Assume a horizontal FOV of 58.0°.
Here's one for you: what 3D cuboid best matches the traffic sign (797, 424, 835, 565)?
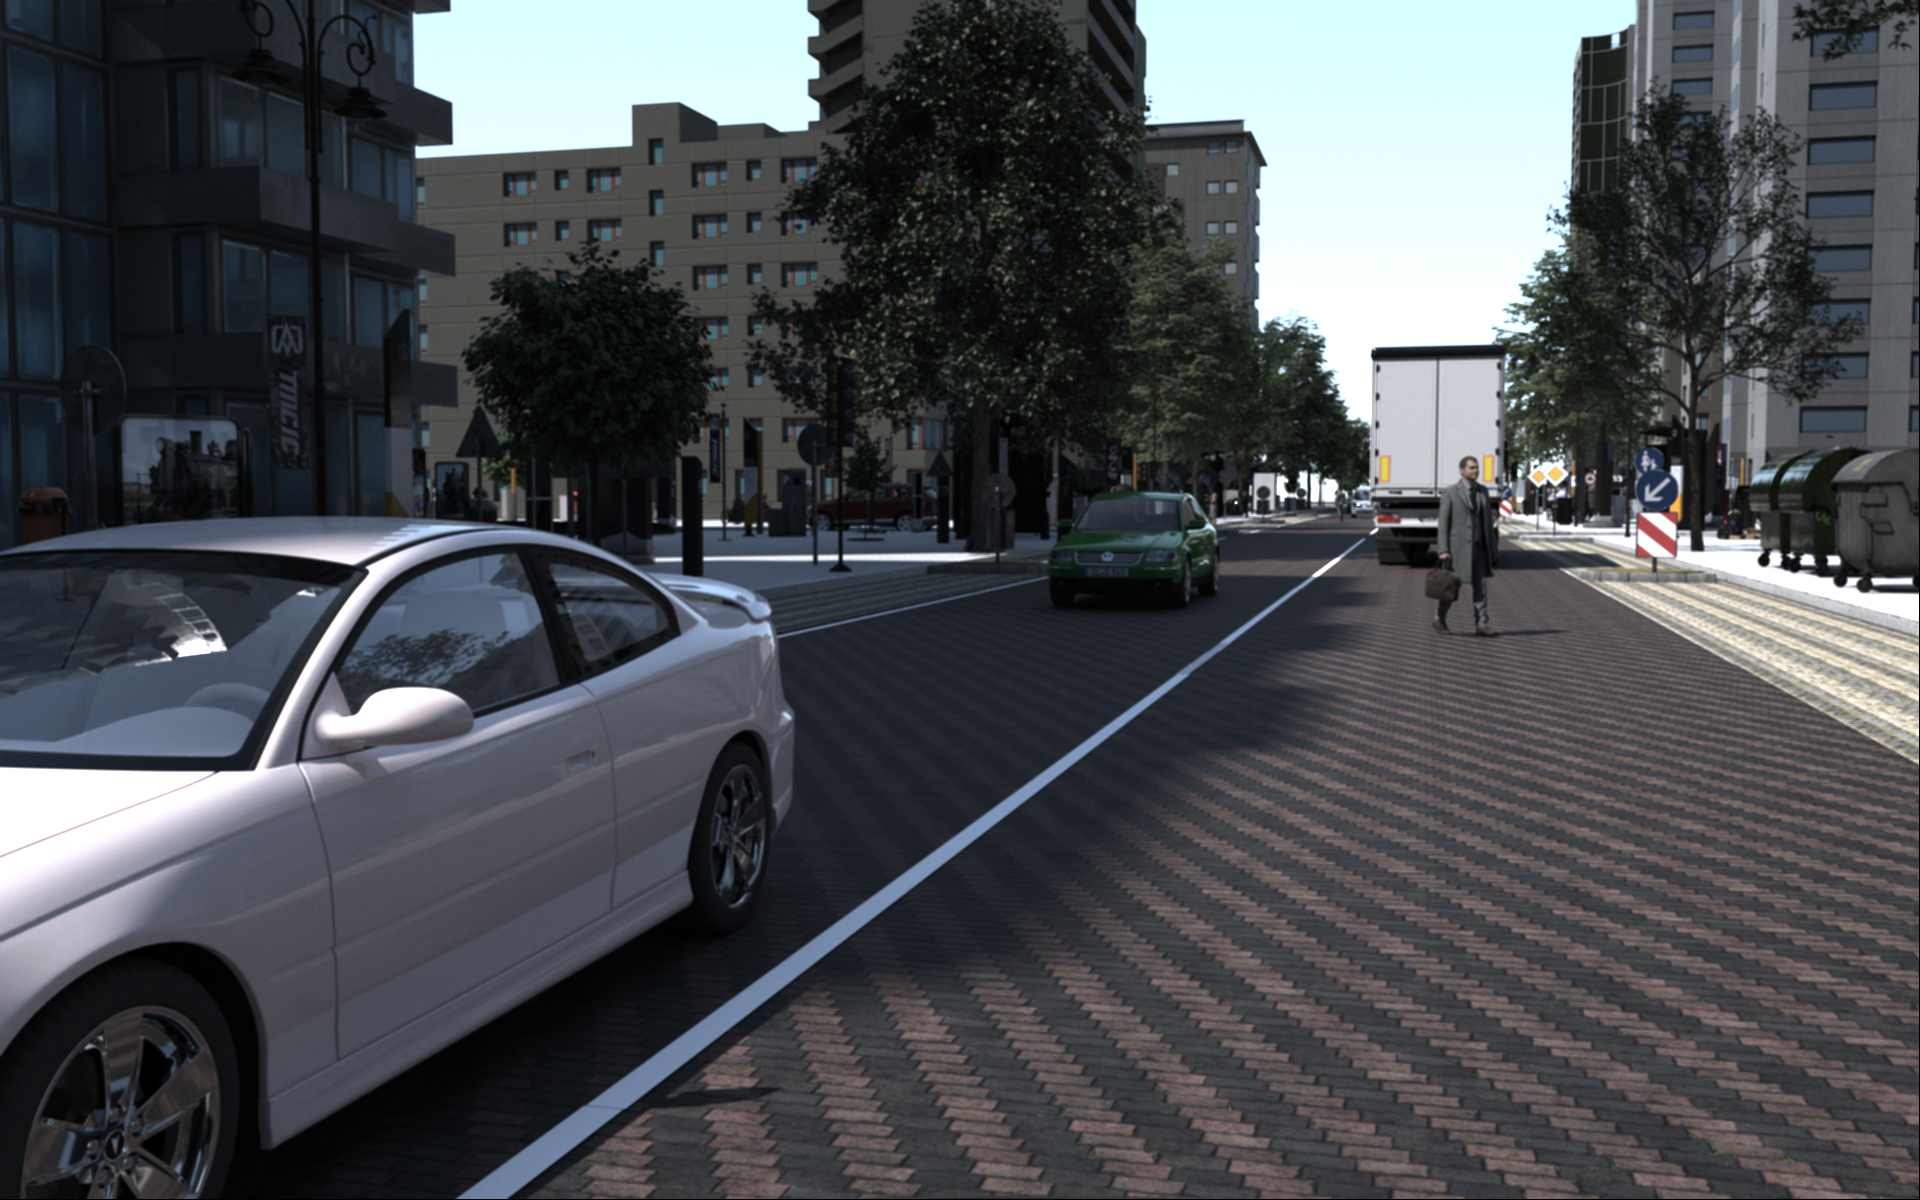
[{"bbox_3d":[-2.619,-1.908,31.300,0.768,2.556,0.104,2,4,24],"label":"traffic sign"}]

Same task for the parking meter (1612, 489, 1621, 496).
[{"bbox_3d":[30.346,-4.385,80.113,0.372,1.533,0.369,0,3,0],"label":"parking meter"}]

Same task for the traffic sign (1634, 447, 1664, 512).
[{"bbox_3d":[18.783,-2.885,47.274,0.768,2.556,0.104,1,4,17],"label":"traffic sign"}]

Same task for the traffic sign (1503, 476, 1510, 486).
[{"bbox_3d":[39.131,-7.616,124.624,0.768,2.556,0.104,2,4,24],"label":"traffic sign"}]

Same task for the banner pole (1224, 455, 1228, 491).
[{"bbox_3d":[17.114,-7.443,111.715,0.401,3.779,0.863,3,4,37],"label":"banner pole"}]

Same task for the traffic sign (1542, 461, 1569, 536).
[{"bbox_3d":[18.037,-2.989,52.508,0.795,2.450,0.064,1,4,15],"label":"traffic sign"}]

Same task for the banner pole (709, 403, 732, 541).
[{"bbox_3d":[-6.604,-3.510,47.413,0.401,3.779,0.863,2,4,30],"label":"banner pole"}]

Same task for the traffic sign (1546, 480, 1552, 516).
[{"bbox_3d":[34.319,-6.131,100.340,0.768,2.556,0.104,1,4,21],"label":"traffic sign"}]

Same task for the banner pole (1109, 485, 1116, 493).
[{"bbox_3d":[10.698,-8.050,121.640,0.863,3.779,0.401,1,4,17],"label":"banner pole"}]

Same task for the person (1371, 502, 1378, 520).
[{"bbox_3d":[22.578,-5.076,94.081,0.523,1.515,0.503,1,4,12],"label":"person"}]

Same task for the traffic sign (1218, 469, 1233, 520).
[{"bbox_3d":[13.361,-5.331,87.269,0.768,2.556,0.104,1,4,21],"label":"traffic sign"}]

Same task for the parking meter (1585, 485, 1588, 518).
[{"bbox_3d":[33.147,-5.284,92.110,0.399,1.863,0.255,-1,4,-11],"label":"parking meter"}]

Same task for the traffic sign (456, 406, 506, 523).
[{"bbox_3d":[-7.001,-1.545,25.257,0.884,2.594,0.081,1,4,22],"label":"traffic sign"}]

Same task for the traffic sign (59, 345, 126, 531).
[{"bbox_3d":[-7.419,-0.898,14.794,0.768,2.556,0.104,1,4,23],"label":"traffic sign"}]

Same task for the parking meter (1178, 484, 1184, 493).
[{"bbox_3d":[11.772,-5.260,91.710,0.255,1.863,0.399,-3,5,-45],"label":"parking meter"}]

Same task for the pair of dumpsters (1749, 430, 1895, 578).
[{"bbox_3d":[14.184,-1.586,28.426,1.574,2.255,4.437,1,4,15],"label":"pair of dumpsters"}]

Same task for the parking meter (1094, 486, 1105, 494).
[{"bbox_3d":[4.452,-2.879,55.484,0.372,1.533,0.369,0,3,0],"label":"parking meter"}]

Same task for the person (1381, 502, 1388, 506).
[{"bbox_3d":[32.176,-7.482,130.842,0.660,1.820,0.620,-2,4,-26],"label":"person"}]

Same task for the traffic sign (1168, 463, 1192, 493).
[{"bbox_3d":[7.035,-3.170,55.467,0.795,2.450,0.064,1,4,15],"label":"traffic sign"}]

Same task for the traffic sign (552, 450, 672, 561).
[{"bbox_3d":[-5.466,-2.010,26.735,2.265,3.308,0.079,1,4,20],"label":"traffic sign"}]

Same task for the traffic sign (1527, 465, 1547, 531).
[{"bbox_3d":[20.105,-3.461,60.222,0.795,2.450,0.064,1,4,15],"label":"traffic sign"}]

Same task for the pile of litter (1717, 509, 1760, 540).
[{"bbox_3d":[22.298,-2.158,49.256,1.719,0.858,1.176,-1,4,-12],"label":"pile of litter"}]

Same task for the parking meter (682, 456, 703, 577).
[{"bbox_3d":[-4.168,-1.301,26.977,0.255,1.863,0.399,0,4,4],"label":"parking meter"}]

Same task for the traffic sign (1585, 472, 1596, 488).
[{"bbox_3d":[36.651,-6.157,100.771,0.768,2.556,0.104,1,4,18],"label":"traffic sign"}]

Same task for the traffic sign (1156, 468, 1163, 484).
[{"bbox_3d":[9.918,-5.170,84.638,0.768,2.556,0.104,1,4,22],"label":"traffic sign"}]

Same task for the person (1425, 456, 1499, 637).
[{"bbox_3d":[5.102,-0.541,17.442,0.694,1.812,0.767,-1,4,-19],"label":"person"}]

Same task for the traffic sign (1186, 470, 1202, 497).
[{"bbox_3d":[12.069,-5.471,89.456,0.884,2.594,0.081,2,4,25],"label":"traffic sign"}]

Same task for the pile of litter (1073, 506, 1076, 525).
[{"bbox_3d":[4.689,-3.648,73.606,1.176,0.858,1.719,0,4,4],"label":"pile of litter"}]

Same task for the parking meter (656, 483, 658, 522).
[{"bbox_3d":[-13.872,-4.562,80.295,0.399,1.863,0.255,2,4,31],"label":"parking meter"}]

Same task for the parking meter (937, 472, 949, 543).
[{"bbox_3d":[-0.442,-2.415,45.192,0.255,1.863,0.399,-1,4,-14],"label":"parking meter"}]

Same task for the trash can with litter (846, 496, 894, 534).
[{"bbox_3d":[-2.943,-2.773,56.398,1.678,1.210,2.233,-1,4,-12],"label":"trash can with litter"}]

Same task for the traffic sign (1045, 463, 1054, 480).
[{"bbox_3d":[3.051,-3.913,63.975,0.884,2.594,0.081,2,4,24],"label":"traffic sign"}]

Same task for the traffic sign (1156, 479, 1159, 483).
[{"bbox_3d":[10.485,-5.413,89.691,0.795,2.450,0.064,1,4,23],"label":"traffic sign"}]

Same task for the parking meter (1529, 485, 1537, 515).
[{"bbox_3d":[35.185,-6.157,106.384,0.399,1.863,0.255,2,4,24],"label":"parking meter"}]

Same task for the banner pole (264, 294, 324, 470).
[{"bbox_3d":[-8.161,-1.926,21.511,0.863,3.779,0.401,-3,5,-40],"label":"banner pole"}]

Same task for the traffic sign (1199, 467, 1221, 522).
[{"bbox_3d":[9.103,-3.642,63.181,0.795,2.450,0.064,1,4,15],"label":"traffic sign"}]

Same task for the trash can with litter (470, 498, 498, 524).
[{"bbox_3d":[-11.654,-1.940,43.114,0.624,1.170,1.055,-3,4,-39],"label":"trash can with litter"}]

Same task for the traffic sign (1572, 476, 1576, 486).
[{"bbox_3d":[34.996,-5.881,98.287,0.606,2.300,0.079,1,4,22],"label":"traffic sign"}]

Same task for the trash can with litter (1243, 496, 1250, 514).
[{"bbox_3d":[18.378,-6.175,112.347,0.624,1.170,1.055,2,4,29],"label":"trash can with litter"}]

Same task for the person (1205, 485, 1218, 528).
[{"bbox_3d":[9.742,-3.580,67.393,0.532,1.782,0.716,0,4,1],"label":"person"}]

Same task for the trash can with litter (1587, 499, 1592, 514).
[{"bbox_3d":[40.327,-6.096,111.057,1.055,1.170,0.624,2,4,27],"label":"trash can with litter"}]

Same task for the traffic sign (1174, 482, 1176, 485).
[{"bbox_3d":[11.959,-5.939,97.203,0.768,2.556,0.104,1,4,19],"label":"traffic sign"}]

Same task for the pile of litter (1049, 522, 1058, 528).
[{"bbox_3d":[2.901,-3.117,64.933,1.719,0.858,1.176,1,4,15],"label":"pile of litter"}]

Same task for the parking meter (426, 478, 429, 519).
[{"bbox_3d":[-16.863,-2.970,54.264,0.399,1.863,0.255,-1,4,-22],"label":"parking meter"}]

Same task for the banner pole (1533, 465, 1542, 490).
[{"bbox_3d":[43.041,-8.497,128.944,0.863,3.779,0.401,3,5,42],"label":"banner pole"}]

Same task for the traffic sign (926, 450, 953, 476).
[{"bbox_3d":[-0.602,-3.153,51.555,0.884,2.594,0.081,1,4,22],"label":"traffic sign"}]

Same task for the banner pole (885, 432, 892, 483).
[{"bbox_3d":[-2.799,-4.791,68.351,0.401,3.779,0.863,1,4,19],"label":"banner pole"}]

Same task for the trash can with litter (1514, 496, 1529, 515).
[{"bbox_3d":[35.242,-5.930,108.345,1.055,1.170,0.624,0,4,1],"label":"trash can with litter"}]

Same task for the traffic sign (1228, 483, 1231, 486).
[{"bbox_3d":[17.512,-7.030,114.945,0.884,2.594,0.081,1,4,16],"label":"traffic sign"}]

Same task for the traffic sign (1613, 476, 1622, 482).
[{"bbox_3d":[36.024,-5.687,95.115,0.606,2.300,0.079,1,4,15],"label":"traffic sign"}]

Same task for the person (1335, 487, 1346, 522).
[{"bbox_3d":[19.602,-4.936,89.309,0.635,1.810,0.391,-3,5,-41],"label":"person"}]
